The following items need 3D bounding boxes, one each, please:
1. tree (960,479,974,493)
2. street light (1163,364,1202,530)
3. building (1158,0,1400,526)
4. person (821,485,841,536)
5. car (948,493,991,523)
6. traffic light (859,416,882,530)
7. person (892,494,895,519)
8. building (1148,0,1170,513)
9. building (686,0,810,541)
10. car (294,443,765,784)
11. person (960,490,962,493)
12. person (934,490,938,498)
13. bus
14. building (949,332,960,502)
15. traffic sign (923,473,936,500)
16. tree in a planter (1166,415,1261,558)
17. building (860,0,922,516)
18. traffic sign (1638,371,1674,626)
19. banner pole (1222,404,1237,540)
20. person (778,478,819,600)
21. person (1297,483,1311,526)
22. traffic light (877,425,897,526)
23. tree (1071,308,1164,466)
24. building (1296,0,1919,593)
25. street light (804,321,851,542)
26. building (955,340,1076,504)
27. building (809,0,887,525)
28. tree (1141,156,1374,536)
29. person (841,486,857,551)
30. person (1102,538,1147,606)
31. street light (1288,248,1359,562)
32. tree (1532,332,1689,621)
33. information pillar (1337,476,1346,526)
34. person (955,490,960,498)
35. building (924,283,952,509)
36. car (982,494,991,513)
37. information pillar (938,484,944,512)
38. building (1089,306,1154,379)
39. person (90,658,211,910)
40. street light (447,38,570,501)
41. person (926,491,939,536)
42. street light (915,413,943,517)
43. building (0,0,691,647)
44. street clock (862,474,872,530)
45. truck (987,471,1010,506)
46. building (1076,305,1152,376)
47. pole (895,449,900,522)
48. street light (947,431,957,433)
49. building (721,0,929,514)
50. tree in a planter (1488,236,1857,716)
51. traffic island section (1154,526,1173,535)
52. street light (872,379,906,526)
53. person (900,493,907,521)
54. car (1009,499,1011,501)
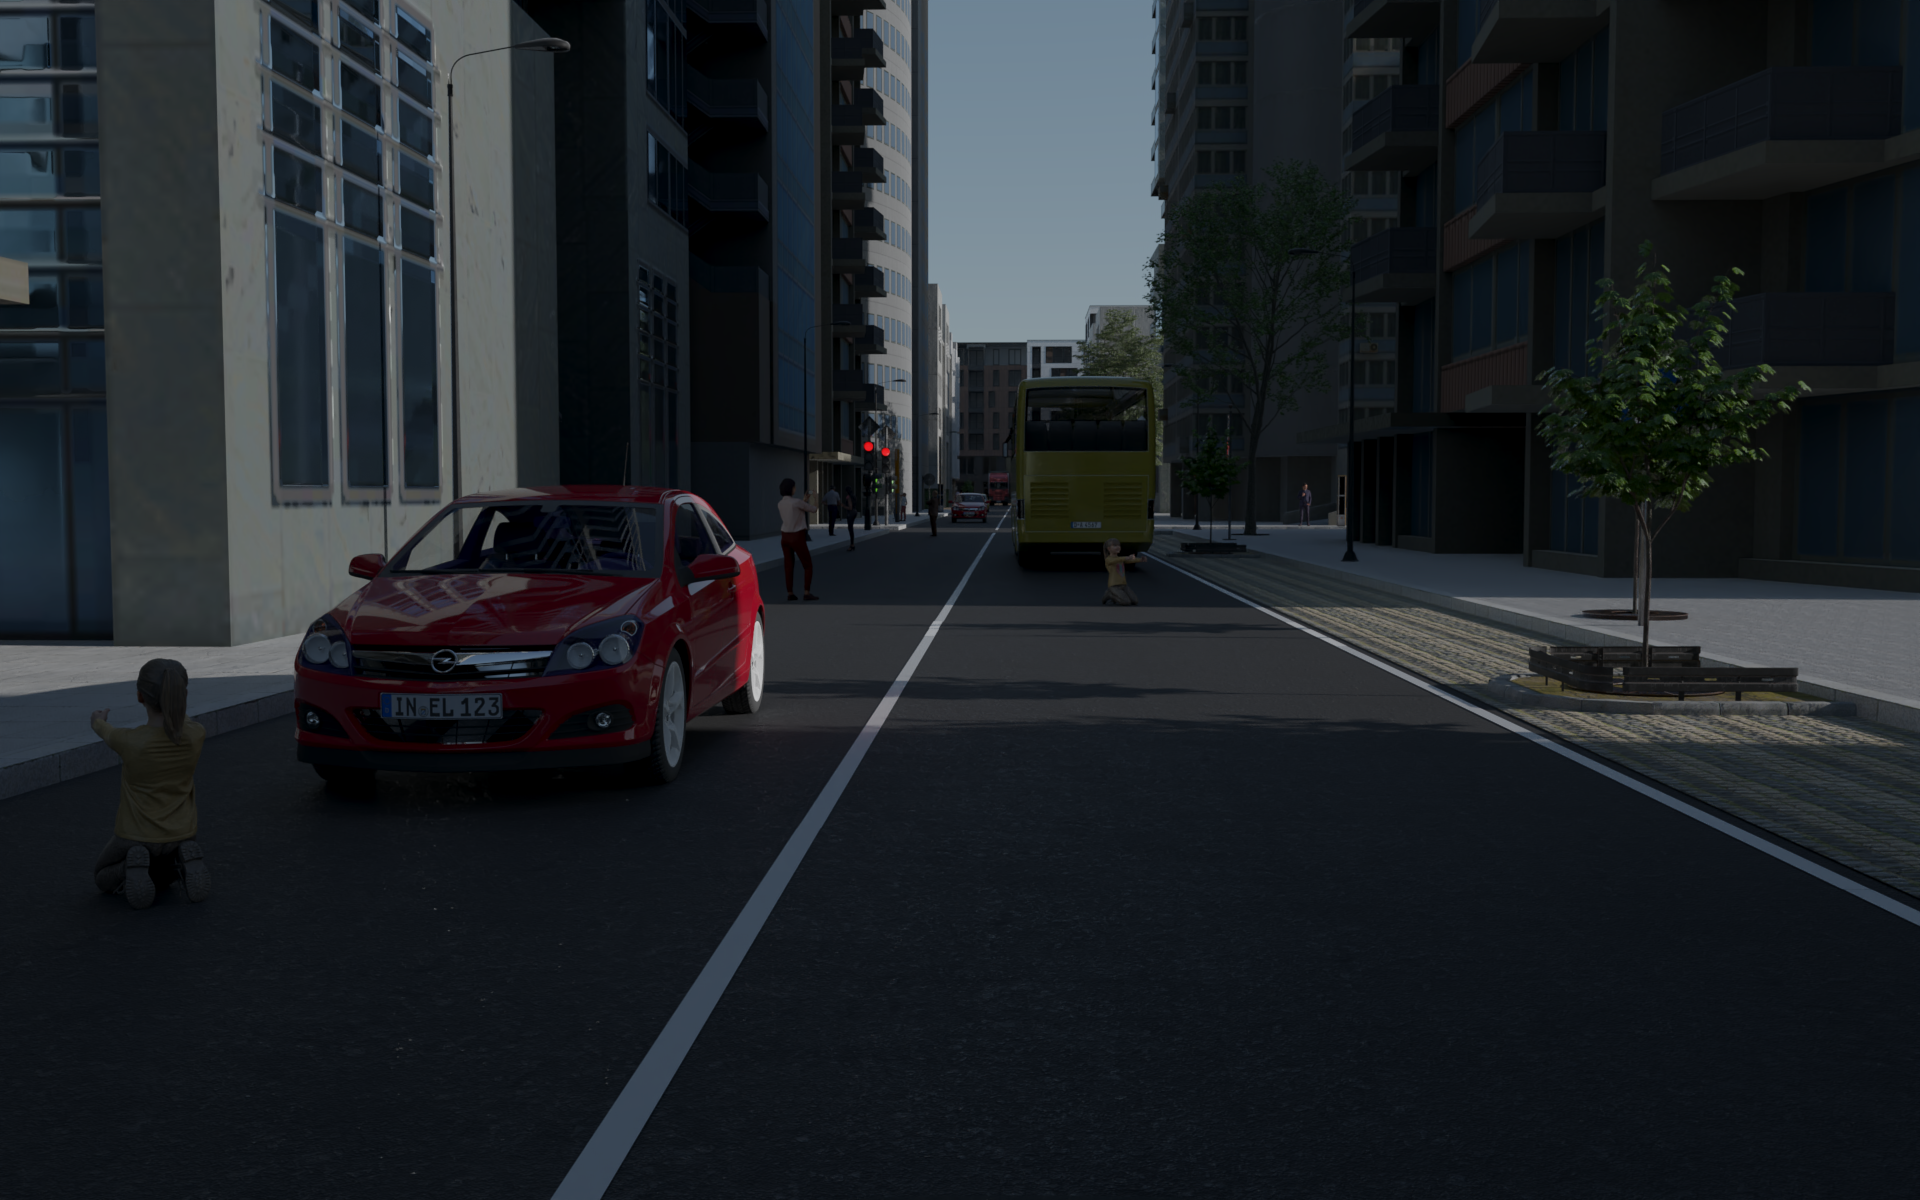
[{"bbox_3d":[1.210,-13.953,222.725,1.663,3.219,1.824,0,3,0],"label":"tree"},{"bbox_3d":[7.943,-5.461,61.826,1.470,5.913,1.316,0,4,2],"label":"street light"},{"bbox_3d":[22.513,-24.057,85.205,23.993,40.220,32.217,0,4,2],"label":"building"},{"bbox_3d":[-3.973,-2.758,53.351,0.614,1.554,0.590,1,4,19],"label":"person"},{"bbox_3d":[0.478,-4.821,87.862,2.155,1.783,4.494,0,4,1],"label":"car"},{"bbox_3d":[-3.236,-4.482,62.201,0.839,4.253,0.868,0,4,2],"label":"traffic light"},{"bbox_3d":[-3.299,-4.827,88.869,0.340,1.345,0.435,1,4,10],"label":"person"},{"bbox_3d":[22.952,-49.819,127.215,22.319,86.520,31.000,0,4,2],"label":"building"},{"bbox_3d":[-12.217,-24.664,53.370,14.200,45.320,14.600,0,4,2],"label":"building"},{"bbox_3d":[-2.252,-0.055,9.932,2.155,1.783,4.494,0,4,2],"label":"car"},{"bbox_3d":[0.235,-10.484,178.131,0.721,1.739,1.217,-1,4,-11],"label":"person"},{"bbox_3d":[-1.975,-8.187,141.599,0.444,1.614,0.593,0,4,2],"label":"person"},{"bbox_3d":[2.394,-2.801,37.336,2.896,3.916,12.252,0,4,1],"label":"bus"},{"bbox_3d":[-8.056,-21.368,205.788,16.016,20.091,11.380,0,4,2],"label":"building"},{"bbox_3d":[-1.879,-6.466,105.820,0.768,2.556,0.104,1,4,9],"label":"traffic sign"},{"bbox_3d":[5.729,-2.582,39.436,1.991,3.239,1.994,0,4,2],"label":"tree in a planter"},{"bbox_3d":[-13.774,-34.893,112.506,21.231,58.520,28.212,0,4,2],"label":"building"},{"bbox_3d":[6.645,-1.021,16.793,0.768,2.556,0.104,0,4,4],"label":"traffic sign"},{"bbox_3d":[7.528,-3.574,48.460,0.401,3.779,0.863,0,4,2],"label":"banner pole"},{"bbox_3d":[-2.178,-0.822,23.393,0.566,1.644,0.517,-1,4,-16],"label":"person"},{"bbox_3d":[13.825,-3.828,69.557,0.541,1.710,0.530,1,4,16],"label":"person"},{"bbox_3d":[-2.965,-4.970,70.181,0.839,4.253,0.868,0,4,2],"label":"traffic light"},{"bbox_3d":[9.960,-11.522,106.517,7.486,12.596,7.792,0,3,0],"label":"tree"},{"bbox_3d":[19.724,-23.146,33.060,22.147,44.769,28.867,0,4,2],"label":"building"},{"bbox_3d":[-3.628,-4.536,46.698,1.470,5.913,1.316,0,4,2],"label":"street light"},{"bbox_3d":[7.164,-24.424,243.306,32.646,21.610,27.936,0,4,2],"label":"building"},{"bbox_3d":[-15.196,-26.290,84.471,22.147,44.769,28.867,0,4,2],"label":"building"},{"bbox_3d":[9.173,-7.808,53.409,9.928,11.665,9.643,0,3,0],"label":"tree"},{"bbox_3d":[-2.803,-2.058,43.610,0.415,1.643,0.593,-2,4,-26],"label":"person"},{"bbox_3d":[2.111,-0.361,22.319,0.347,0.859,0.695,-3,4,-36],"label":"person"},{"bbox_3d":[6.890,-3.689,32.848,1.470,5.913,1.316,0,4,2],"label":"street light"},{"bbox_3d":[7.104,-1.434,18.052,1.663,3.219,1.824,0,3,0],"label":"tree"},{"bbox_3d":[15.136,-3.930,68.747,0.304,2.012,0.304,0,4,4],"label":"information pillar"},{"bbox_3d":[-0.252,-10.193,173.631,0.756,1.711,0.436,-2,4,-26],"label":"person"},{"bbox_3d":[-9.706,-18.051,161.585,16.747,18.905,31.486,0,4,2],"label":"building"},{"bbox_3d":[1.439,-7.671,135.646,2.015,1.641,3.980,0,4,1],"label":"car"},{"bbox_3d":[-1.363,-7.217,122.487,0.304,2.012,0.304,-2,4,-34],"label":"information pillar"},{"bbox_3d":[21.807,-18.668,171.674,16.747,18.905,31.486,0,4,2],"label":"building"},{"bbox_3d":[-2.922,0.624,6.228,0.347,0.859,0.695,-3,4,-38],"label":"person"},{"bbox_3d":[-4.672,-2.770,17.830,1.470,5.913,1.316,0,4,2],"label":"street light"},{"bbox_3d":[-0.933,-2.933,58.721,0.388,1.546,0.482,2,4,25],"label":"person"},{"bbox_3d":[-1.908,-7.731,98.940,1.470,5.913,1.316,0,4,2],"label":"street light"},{"bbox_3d":[-16.741,-43.734,27.723,22.319,86.520,31.000,0,4,2],"label":"building"},{"bbox_3d":[-3.284,-3.465,61.231,0.358,2.002,0.471,-1,4,-15],"label":"street clock"},{"bbox_3d":[4.799,-13.851,215.373,2.839,4.237,11.283,0,4,1],"label":"truck"},{"bbox_3d":[28.523,-21.982,203.387,27.936,21.610,32.646,0,4,2],"label":"building"},{"bbox_3d":[-2.840,-5.171,78.381,0.158,3.312,0.155,0,3,0],"label":"pole"},{"bbox_3d":[-0.909,-9.497,127.809,1.470,5.913,1.316,0,4,2],"label":"street light"},{"bbox_3d":[-9.711,-29.609,134.222,14.600,45.320,14.200,0,4,2],"label":"building"},{"bbox_3d":[4.803,-0.906,12.039,1.991,3.239,1.994,0,4,2],"label":"tree in a planter"},{"bbox_3d":[6.500,-2.429,62.002,2.009,0.180,2.903,0,4,2],"label":"traffic island section"},{"bbox_3d":[-2.858,-5.965,70.069,1.470,5.913,1.316,0,4,2],"label":"street light"},{"bbox_3d":[-2.706,-4.391,81.742,0.340,1.345,0.435,1,4,22],"label":"person"},{"bbox_3d":[4.407,-6.777,120.401,1.945,1.707,3.694,0,4,1],"label":"car"}]
